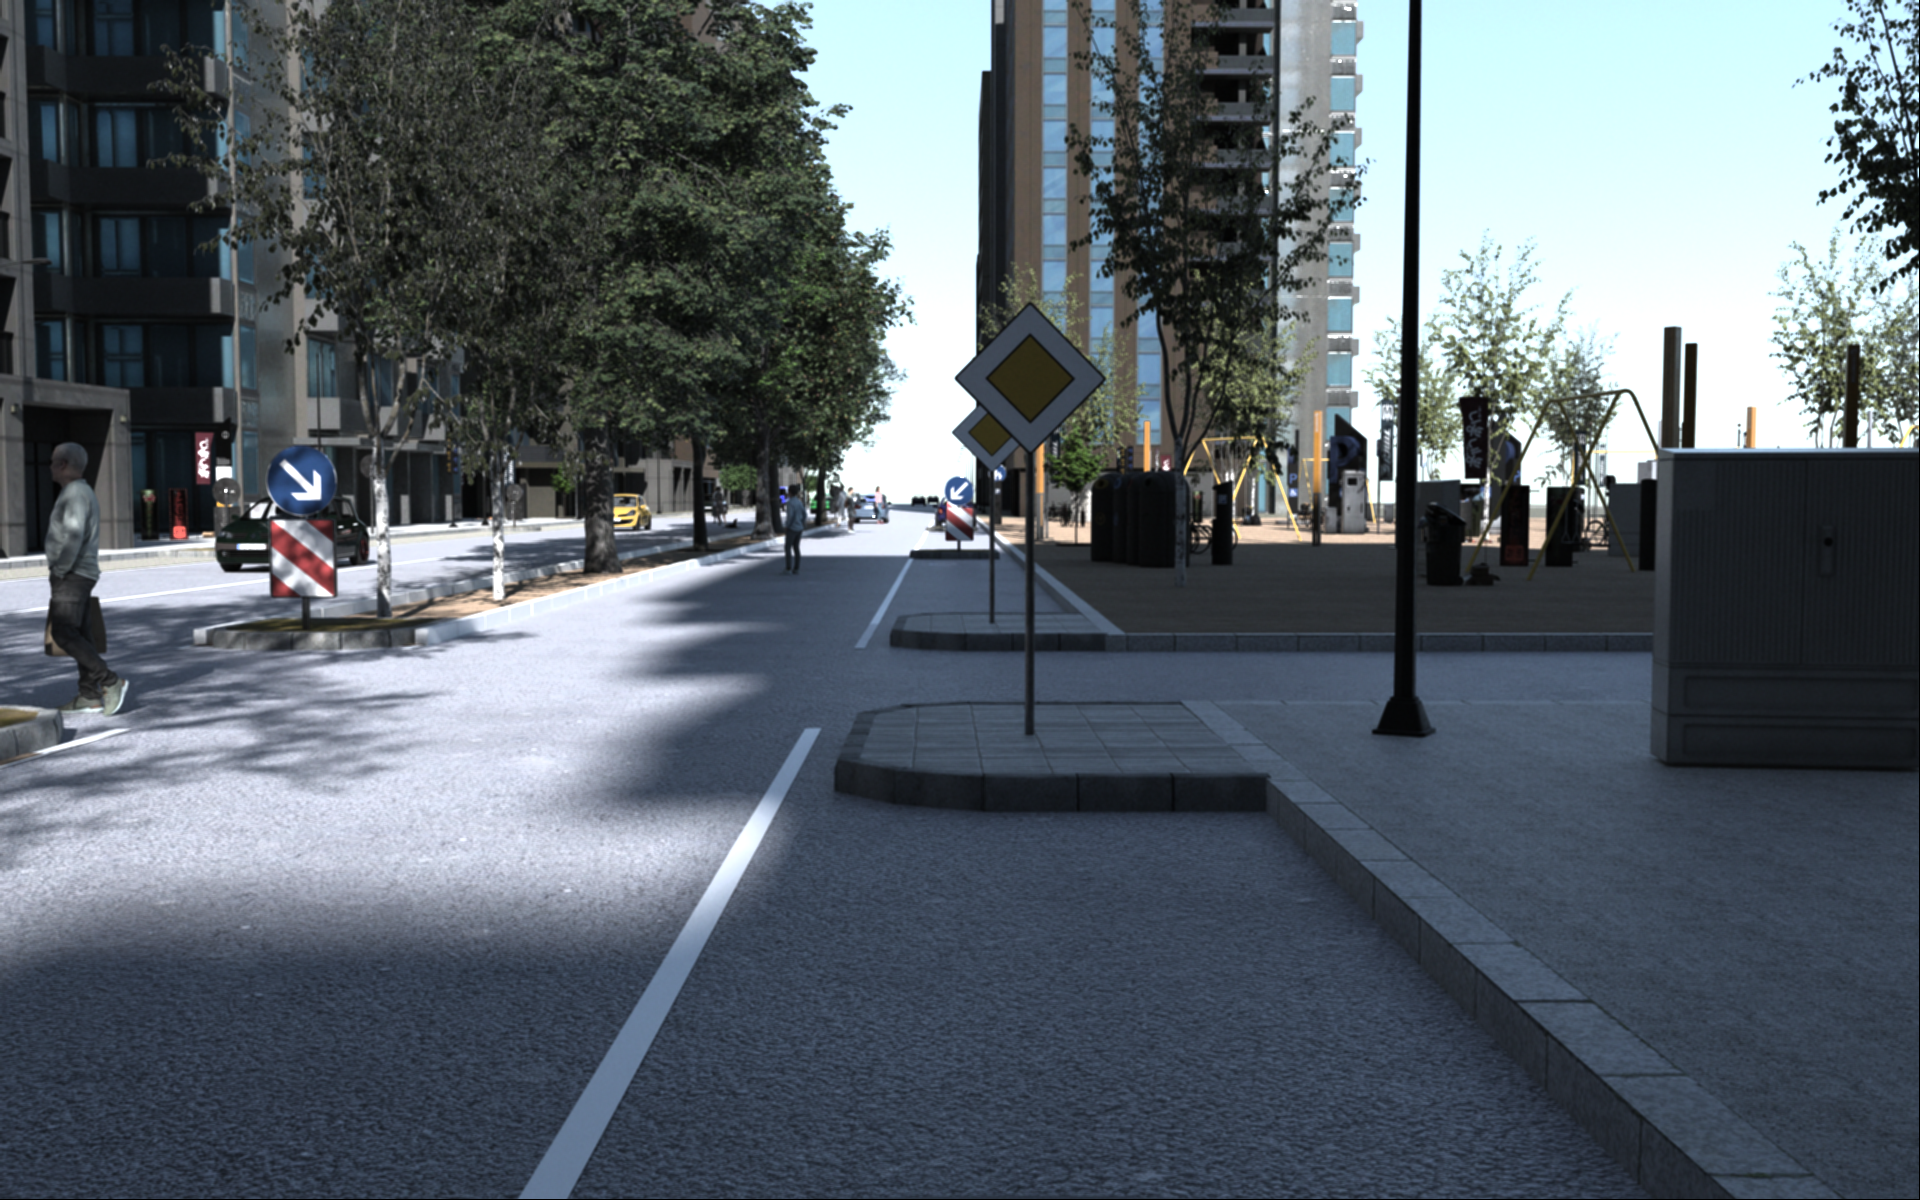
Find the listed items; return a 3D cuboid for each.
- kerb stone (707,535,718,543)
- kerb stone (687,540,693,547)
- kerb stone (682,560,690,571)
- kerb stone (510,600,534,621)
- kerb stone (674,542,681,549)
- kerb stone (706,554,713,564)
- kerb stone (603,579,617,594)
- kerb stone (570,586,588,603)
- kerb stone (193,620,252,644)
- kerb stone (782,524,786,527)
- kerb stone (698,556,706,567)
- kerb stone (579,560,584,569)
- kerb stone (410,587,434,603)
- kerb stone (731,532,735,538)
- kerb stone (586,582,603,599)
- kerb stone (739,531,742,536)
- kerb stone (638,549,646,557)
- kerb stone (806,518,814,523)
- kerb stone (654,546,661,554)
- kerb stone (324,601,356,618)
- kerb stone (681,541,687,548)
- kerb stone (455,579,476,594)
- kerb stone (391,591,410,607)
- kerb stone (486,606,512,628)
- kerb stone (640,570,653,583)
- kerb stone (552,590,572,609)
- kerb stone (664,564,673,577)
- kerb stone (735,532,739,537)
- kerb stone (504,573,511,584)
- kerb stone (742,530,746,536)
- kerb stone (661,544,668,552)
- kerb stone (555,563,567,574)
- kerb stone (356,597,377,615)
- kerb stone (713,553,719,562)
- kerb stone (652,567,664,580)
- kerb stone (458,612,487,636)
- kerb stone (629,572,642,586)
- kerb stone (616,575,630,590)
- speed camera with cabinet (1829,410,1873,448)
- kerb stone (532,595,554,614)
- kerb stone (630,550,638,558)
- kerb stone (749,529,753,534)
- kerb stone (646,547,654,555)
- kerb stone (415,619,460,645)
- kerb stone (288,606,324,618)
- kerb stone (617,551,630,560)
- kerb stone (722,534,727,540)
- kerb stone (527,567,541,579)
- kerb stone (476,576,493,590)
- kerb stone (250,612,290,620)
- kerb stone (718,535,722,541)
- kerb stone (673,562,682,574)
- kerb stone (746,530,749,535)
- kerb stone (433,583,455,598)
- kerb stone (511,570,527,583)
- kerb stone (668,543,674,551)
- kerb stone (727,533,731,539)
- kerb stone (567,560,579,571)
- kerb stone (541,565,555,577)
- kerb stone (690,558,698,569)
[{"bbox_3d":[-7.438,-1.807,51.736,0.120,0.150,1.000,0,4,0],"label":"kerb stone"},{"bbox_3d":[-7.401,-1.494,46.618,0.120,0.150,1.000,0,4,0],"label":"kerb stone"},{"bbox_3d":[-5.216,-0.616,32.264,0.120,0.150,1.000,0,4,0],"label":"kerb stone"},{"bbox_3d":[-5.124,0.136,19.967,0.120,0.150,1.000,0,4,0],"label":"kerb stone"},{"bbox_3d":[-7.394,-1.368,44.569,0.120,0.150,1.000,0,4,0],"label":"kerb stone"},{"bbox_3d":[-5.224,-0.803,35.330,0.120,0.150,1.000,0,4,0],"label":"kerb stone"},{"bbox_3d":[-5.158,-0.173,25.094,0.120,0.150,1.000,0,4,0],"label":"kerb stone"},{"bbox_3d":[-5.148,-0.049,23.049,0.120,0.150,1.000,0,4,0],"label":"kerb stone"},{"bbox_3d":[-7.200,0.324,16.899,0.120,0.150,1.000,0,4,0],"label":"kerb stone"},{"bbox_3d":[-7.597,-3.248,75.336,0.120,0.150,1.000,0,4,0],"label":"kerb stone"},{"bbox_3d":[-5.218,-0.738,34.308,0.120,0.150,1.000,0,4,0],"label":"kerb stone"},{"bbox_3d":[-7.316,-0.678,33.286,0.120,0.150,1.000,0,4,0],"label":"kerb stone"},{"bbox_3d":[-7.244,-0.050,23.031,0.120,0.150,1.000,0,4,0],"label":"kerb stone"},{"bbox_3d":[-7.460,-2.058,55.844,0.120,0.150,1.000,0,4,0],"label":"kerb stone"},{"bbox_3d":[-5.153,-0.115,24.071,0.120,0.150,1.000,0,4,0],"label":"kerb stone"},{"bbox_3d":[-7.480,-2.183,57.888,0.120,0.150,1.000,0,4,0],"label":"kerb stone"},{"bbox_3d":[-7.354,-1.050,39.437,0.120,0.150,1.000,0,4,0],"label":"kerb stone"},{"bbox_3d":[-7.679,-4.065,88.657,0.120,0.150,1.000,0,4,0],"label":"kerb stone"},{"bbox_3d":[-7.368,-1.179,41.492,0.120,0.150,1.000,0,4,0],"label":"kerb stone"},{"bbox_3d":[-7.220,0.137,19.965,0.120,0.150,1.000,0,4,0],"label":"kerb stone"},{"bbox_3d":[-7.390,-1.430,45.596,0.120,0.150,1.000,0,4,0],"label":"kerb stone"},{"bbox_3d":[-7.253,-0.177,25.088,0.120,0.150,1.000,0,4,0],"label":"kerb stone"},{"bbox_3d":[-7.240,0.014,22.009,0.120,0.150,1.000,0,4,0],"label":"kerb stone"},{"bbox_3d":[-5.117,0.199,18.936,0.120,0.150,1.000,0,4,0],"label":"kerb stone"},{"bbox_3d":[-5.180,-0.365,28.170,0.120,0.150,1.000,0,4,0],"label":"kerb stone"},{"bbox_3d":[-5.135,0.012,22.027,0.120,0.150,1.000,0,4,0],"label":"kerb stone"},{"bbox_3d":[-5.189,-0.489,30.217,0.120,0.150,1.000,0,4,0],"label":"kerb stone"},{"bbox_3d":[-7.474,-2.121,56.866,0.120,0.150,1.000,0,4,0],"label":"kerb stone"},{"bbox_3d":[-7.268,-0.303,27.148,0.120,0.150,1.000,0,4,0],"label":"kerb stone"},{"bbox_3d":[-7.485,-2.243,58.924,0.120,0.150,1.000,0,4,0],"label":"kerb stone"},{"bbox_3d":[-7.371,-1.243,42.521,0.120,0.150,1.000,0,4,0],"label":"kerb stone"},{"bbox_3d":[-7.301,-0.548,31.243,0.120,0.150,1.000,0,4,0],"label":"kerb stone"},{"bbox_3d":[-7.234,0.077,20.988,0.120,0.150,1.000,0,4,0],"label":"kerb stone"},{"bbox_3d":[-5.236,-0.860,36.357,0.120,0.150,1.000,0,4,0],"label":"kerb stone"},{"bbox_3d":[-5.178,-0.427,29.195,0.120,0.150,1.000,0,4,0],"label":"kerb stone"},{"bbox_3d":[-5.109,0.262,17.910,0.120,0.150,1.000,0,4,0],"label":"kerb stone"},{"bbox_3d":[-5.173,-0.300,27.148,0.120,0.150,1.000,0,4,0],"label":"kerb stone"},{"bbox_3d":[-5.166,-0.240,26.125,0.120,0.150,1.000,0,4,0],"label":"kerb stone"},{"bbox_3d":[20.750,-2.842,40.808,2.038,3.252,0.660,0,4,7],"label":"speed camera with cabinet"},{"bbox_3d":[-5.127,0.074,21.003,0.120,0.150,1.000,0,4,0],"label":"kerb stone"},{"bbox_3d":[-7.353,-0.990,38.414,0.120,0.150,1.000,0,4,0],"label":"kerb stone"},{"bbox_3d":[-7.501,-2.372,60.974,0.120,0.150,1.000,0,4,0],"label":"kerb stone"},{"bbox_3d":[-7.364,-1.109,40.465,0.120,0.150,1.000,0,4,0],"label":"kerb stone"},{"bbox_3d":[-5.100,0.325,16.888,0.120,0.150,1.000,0,4,0],"label":"kerb stone"},{"bbox_3d":[-7.228,0.199,18.943,0.120,0.150,1.000,0,4,0],"label":"kerb stone"},{"bbox_3d":[-7.338,-0.929,37.385,0.120,0.150,1.000,0,4,0],"label":"kerb stone"},{"bbox_3d":[-7.449,-1.932,53.791,0.120,0.150,1.000,0,4,0],"label":"kerb stone"},{"bbox_3d":[-7.283,-0.426,29.199,0.120,0.150,1.000,0,4,0],"label":"kerb stone"},{"bbox_3d":[-7.261,-0.238,26.120,0.120,0.150,1.000,0,4,0],"label":"kerb stone"},{"bbox_3d":[-7.210,0.264,17.921,0.120,0.150,1.000,0,4,0],"label":"kerb stone"},{"bbox_3d":[-7.441,-1.870,52.769,0.120,0.150,1.000,0,4,0],"label":"kerb stone"},{"bbox_3d":[-5.199,-0.551,31.242,0.120,0.150,1.000,0,4,0],"label":"kerb stone"},{"bbox_3d":[-7.494,-2.309,59.952,0.120,0.150,1.000,0,4,0],"label":"kerb stone"},{"bbox_3d":[-7.252,-0.114,24.053,0.120,0.150,1.000,0,4,0],"label":"kerb stone"},{"bbox_3d":[-7.276,-0.366,28.177,0.120,0.150,1.000,0,4,0],"label":"kerb stone"},{"bbox_3d":[-7.386,-1.306,43.543,0.120,0.150,1.000,0,4,0],"label":"kerb stone"},{"bbox_3d":[-7.459,-1.996,54.822,0.120,0.150,1.000,0,4,0],"label":"kerb stone"},{"bbox_3d":[-7.313,-0.616,32.264,0.120,0.150,1.000,0,4,0],"label":"kerb stone"},{"bbox_3d":[-7.284,-0.491,30.221,0.120,0.150,1.000,0,4,0],"label":"kerb stone"},{"bbox_3d":[-5.213,-0.673,33.286,0.120,0.150,1.000,0,4,0],"label":"kerb stone"}]
